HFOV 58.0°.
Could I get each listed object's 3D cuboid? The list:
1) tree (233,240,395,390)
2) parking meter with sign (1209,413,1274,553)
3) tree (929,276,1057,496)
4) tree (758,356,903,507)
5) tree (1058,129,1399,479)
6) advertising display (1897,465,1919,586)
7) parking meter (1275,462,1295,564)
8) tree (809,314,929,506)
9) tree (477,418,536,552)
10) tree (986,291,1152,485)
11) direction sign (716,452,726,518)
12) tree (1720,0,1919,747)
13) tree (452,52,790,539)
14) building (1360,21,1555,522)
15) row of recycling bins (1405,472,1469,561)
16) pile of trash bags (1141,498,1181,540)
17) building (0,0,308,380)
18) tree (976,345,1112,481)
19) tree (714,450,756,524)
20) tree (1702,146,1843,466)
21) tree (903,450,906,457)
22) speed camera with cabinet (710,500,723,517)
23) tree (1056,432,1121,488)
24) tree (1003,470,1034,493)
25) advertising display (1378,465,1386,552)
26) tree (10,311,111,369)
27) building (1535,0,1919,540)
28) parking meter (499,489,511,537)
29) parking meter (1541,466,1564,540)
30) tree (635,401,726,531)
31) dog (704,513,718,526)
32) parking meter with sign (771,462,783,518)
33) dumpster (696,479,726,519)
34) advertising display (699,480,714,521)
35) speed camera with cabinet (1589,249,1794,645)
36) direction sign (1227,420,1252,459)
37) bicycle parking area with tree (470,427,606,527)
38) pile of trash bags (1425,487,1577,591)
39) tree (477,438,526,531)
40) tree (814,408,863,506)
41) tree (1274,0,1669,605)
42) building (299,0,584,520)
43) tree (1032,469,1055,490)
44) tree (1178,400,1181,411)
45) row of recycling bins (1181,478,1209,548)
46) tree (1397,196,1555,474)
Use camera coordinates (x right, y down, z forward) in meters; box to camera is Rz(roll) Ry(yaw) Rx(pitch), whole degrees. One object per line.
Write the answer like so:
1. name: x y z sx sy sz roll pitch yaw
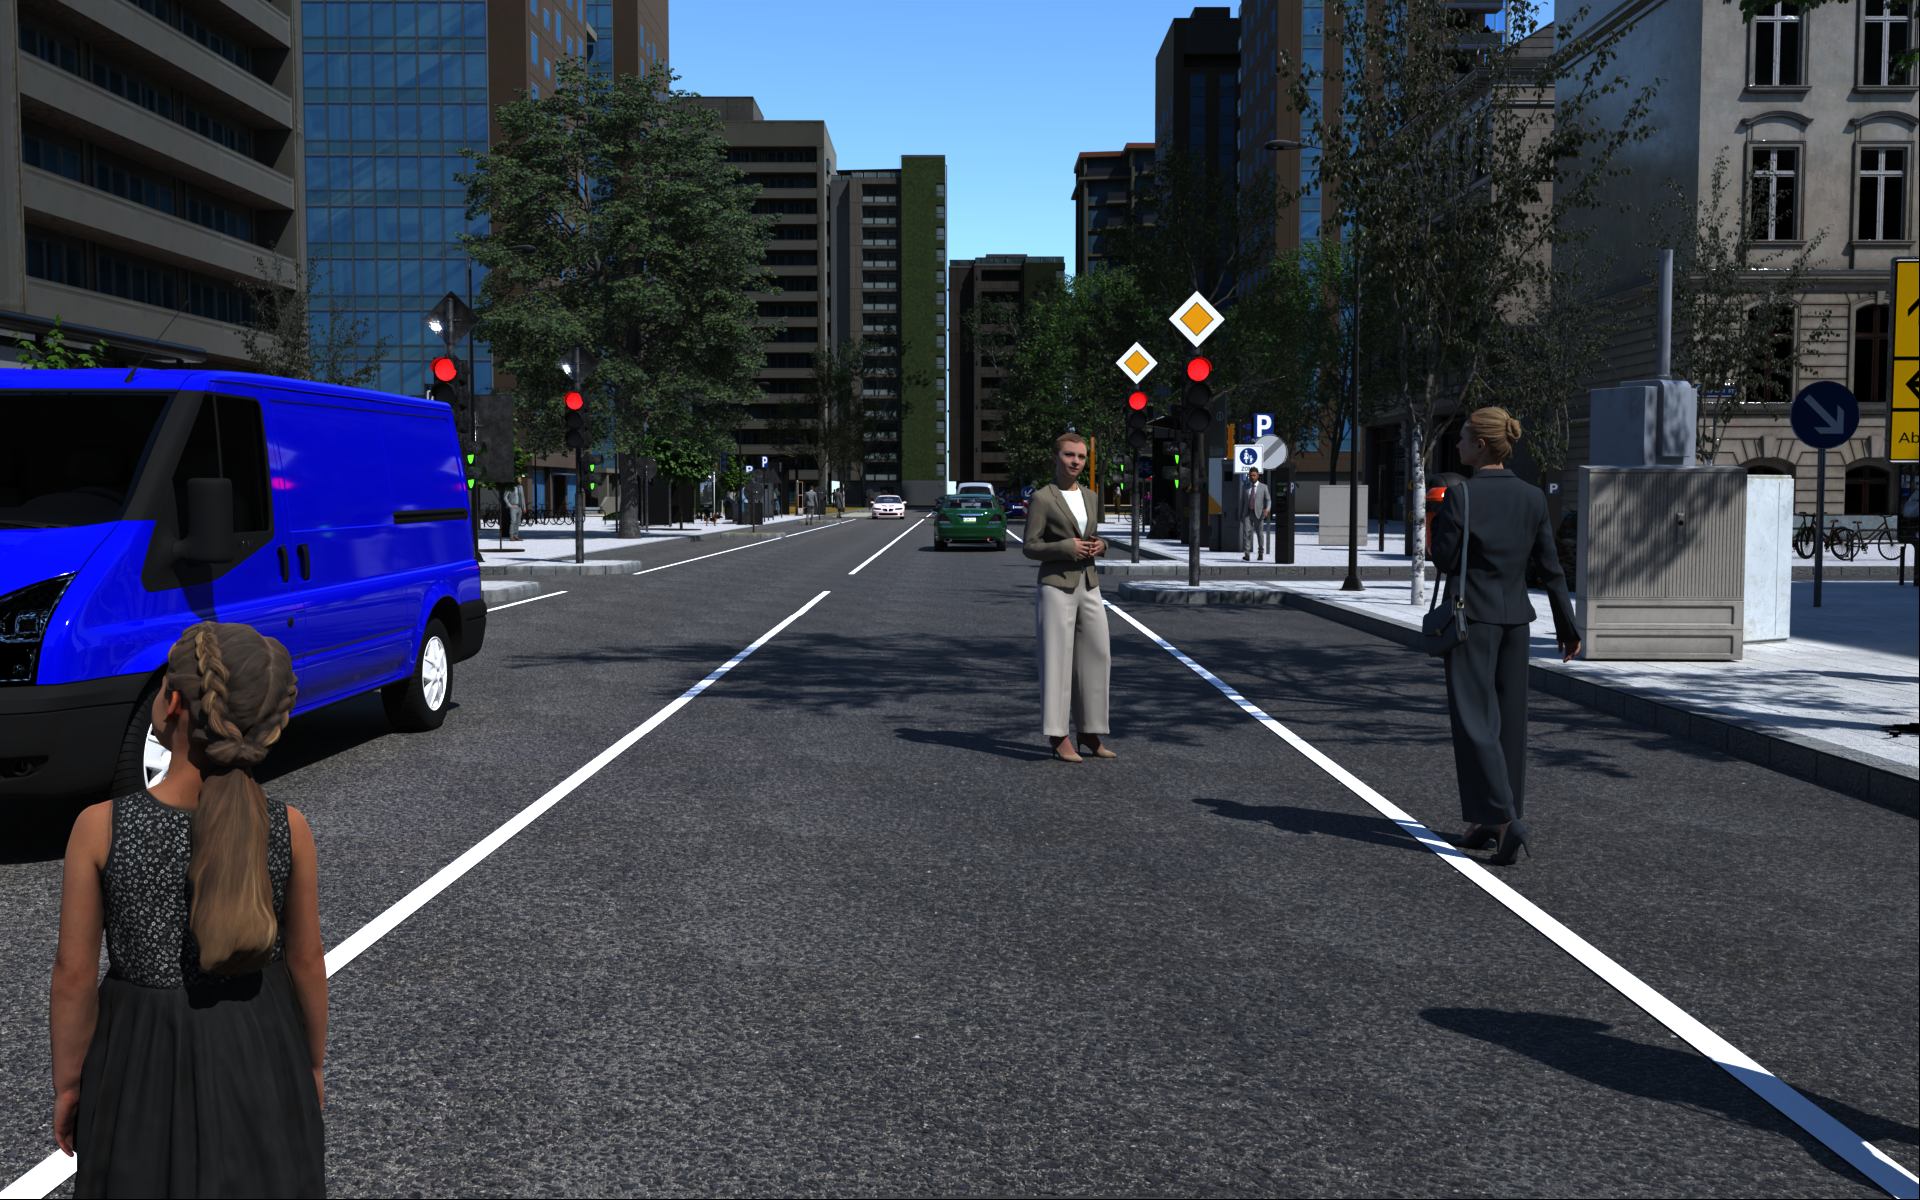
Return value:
1. tree: -19.241 -6.161 51.098 4.360 8.622 3.978 0 3 0
2. parking meter with sign: 6.144 -2.567 38.232 0.543 3.016 1.738 -2 4 -28
3. tree: 6.859 -17.914 148.779 12.611 20.169 13.585 0 3 0
4. tree: -9.547 -11.210 117.697 8.767 10.594 7.601 -2 4 -24
5. tree: 6.070 -6.771 45.118 7.601 10.594 8.767 0 4 -6
6. advertising display: 13.399 -1.145 23.938 0.123 1.923 0.974 -1 4 -18
7. parking meter: 5.973 -1.597 31.819 0.255 1.863 0.399 2 4 31
8. tree: -9.548 -20.007 183.002 12.611 20.169 13.585 0 3 0
9. tree: -10.253 -2.689 38.570 1.663 3.219 1.824 0 3 0
10. tree: 5.771 -11.085 98.251 9.611 12.733 9.660 0 3 0
11. direction sign: -12.911 -6.177 92.989 0.876 3.537 0.379 -3 5 -40
12. tree: 5.323 -5.065 8.562 9.928 11.665 9.643 0 3 0
13. tree: -9.618 -8.734 49.460 9.857 13.997 8.962 0 3 0
14. building: 24.975 -14.450 87.168 10.553 20.767 40.483 0 3 0
15. row of recycling bins: 9.559 -1.675 34.498 1.069 1.692 3.534 0 4 7
16. pile of trash bags: 6.790 -2.385 48.739 1.912 1.369 3.447 -2 4 -30
17. building: -35.731 -26.381 55.038 21.300 48.544 21.600 0 3 0
18. tree: 6.152 -12.860 120.627 12.009 13.543 11.850 0 3 0
19. tree: -9.908 -4.912 74.911 1.663 3.219 1.824 0 3 0
20. tree: 16.576 -5.342 37.709 4.360 8.622 3.978 0 3 0
21. tree: -9.461 -14.293 168.105 8.767 10.594 7.601 -1 4 -10
22. speed camera with cabinet: -13.958 -6.331 97.851 0.660 3.252 2.038 0 4 8
23. tree: 6.416 -6.286 86.487 4.285 4.588 4.351 0 3 0
24. tree: 6.190 -12.084 181.278 4.285 4.588 4.351 0 3 0
25. advertising display: 9.496 -2.066 38.997 0.123 1.923 0.974 1 4 12
26. tree: -9.469 -1.461 18.482 1.663 3.219 1.824 0 3 0
27. building: 37.084 -14.273 52.451 34.723 24.649 14.460 0 3 0
28. parking meter: -13.551 -2.645 51.663 0.372 1.533 0.369 0 3 0
29. parking meter: 12.071 -1.810 35.312 0.399 1.863 0.255 0 4 3
30. tree: -9.823 -4.754 61.436 4.285 4.588 4.351 0 3 0
31. dog: -10.032 -3.240 69.812 0.406 0.507 0.540 1 4 20
32. parking meter with sign: -10.483 -5.964 93.776 1.738 3.016 0.543 -1 4 -17
33. dumpster: -12.896 -5.280 88.823 1.502 2.255 1.985 0 3 0
34. advertising display: -11.997 -4.704 82.125 0.974 1.923 0.123 3 5 43
35. speed camera with cabinet: 6.206 -1.242 14.646 2.038 3.252 0.660 -2 4 -32
36. direction sign: 8.488 -3.724 52.890 0.876 3.537 0.379 -1 4 -15
37. bicycle parking area with tree: -19.411 -5.160 71.366 9.016 4.147 8.231 3 5 43
38. pile of trash bags: 7.808 -0.835 23.407 3.447 1.369 1.912 -1 4 -16
39. tree: -16.965 -4.743 61.264 4.285 4.588 4.351 0 3 0
40. tree: -9.803 -11.781 142.983 4.360 8.622 3.978 0 3 0
41. tree: 5.334 -4.229 19.511 4.360 8.622 3.978 0 3 0
42. building: -28.189 -27.028 92.027 14.600 45.320 14.200 0 3 0
43. tree: 5.359 -7.225 112.733 1.663 3.219 1.824 0 3 0
44. tree: 14.957 -9.304 102.475 4.360 8.622 3.978 0 3 0
45. row of recycling bins: 6.215 -2.202 43.119 1.069 1.692 3.534 0 4 -2
46. tree: 14.840 -7.301 53.791 7.601 10.594 8.767 0 4 4
